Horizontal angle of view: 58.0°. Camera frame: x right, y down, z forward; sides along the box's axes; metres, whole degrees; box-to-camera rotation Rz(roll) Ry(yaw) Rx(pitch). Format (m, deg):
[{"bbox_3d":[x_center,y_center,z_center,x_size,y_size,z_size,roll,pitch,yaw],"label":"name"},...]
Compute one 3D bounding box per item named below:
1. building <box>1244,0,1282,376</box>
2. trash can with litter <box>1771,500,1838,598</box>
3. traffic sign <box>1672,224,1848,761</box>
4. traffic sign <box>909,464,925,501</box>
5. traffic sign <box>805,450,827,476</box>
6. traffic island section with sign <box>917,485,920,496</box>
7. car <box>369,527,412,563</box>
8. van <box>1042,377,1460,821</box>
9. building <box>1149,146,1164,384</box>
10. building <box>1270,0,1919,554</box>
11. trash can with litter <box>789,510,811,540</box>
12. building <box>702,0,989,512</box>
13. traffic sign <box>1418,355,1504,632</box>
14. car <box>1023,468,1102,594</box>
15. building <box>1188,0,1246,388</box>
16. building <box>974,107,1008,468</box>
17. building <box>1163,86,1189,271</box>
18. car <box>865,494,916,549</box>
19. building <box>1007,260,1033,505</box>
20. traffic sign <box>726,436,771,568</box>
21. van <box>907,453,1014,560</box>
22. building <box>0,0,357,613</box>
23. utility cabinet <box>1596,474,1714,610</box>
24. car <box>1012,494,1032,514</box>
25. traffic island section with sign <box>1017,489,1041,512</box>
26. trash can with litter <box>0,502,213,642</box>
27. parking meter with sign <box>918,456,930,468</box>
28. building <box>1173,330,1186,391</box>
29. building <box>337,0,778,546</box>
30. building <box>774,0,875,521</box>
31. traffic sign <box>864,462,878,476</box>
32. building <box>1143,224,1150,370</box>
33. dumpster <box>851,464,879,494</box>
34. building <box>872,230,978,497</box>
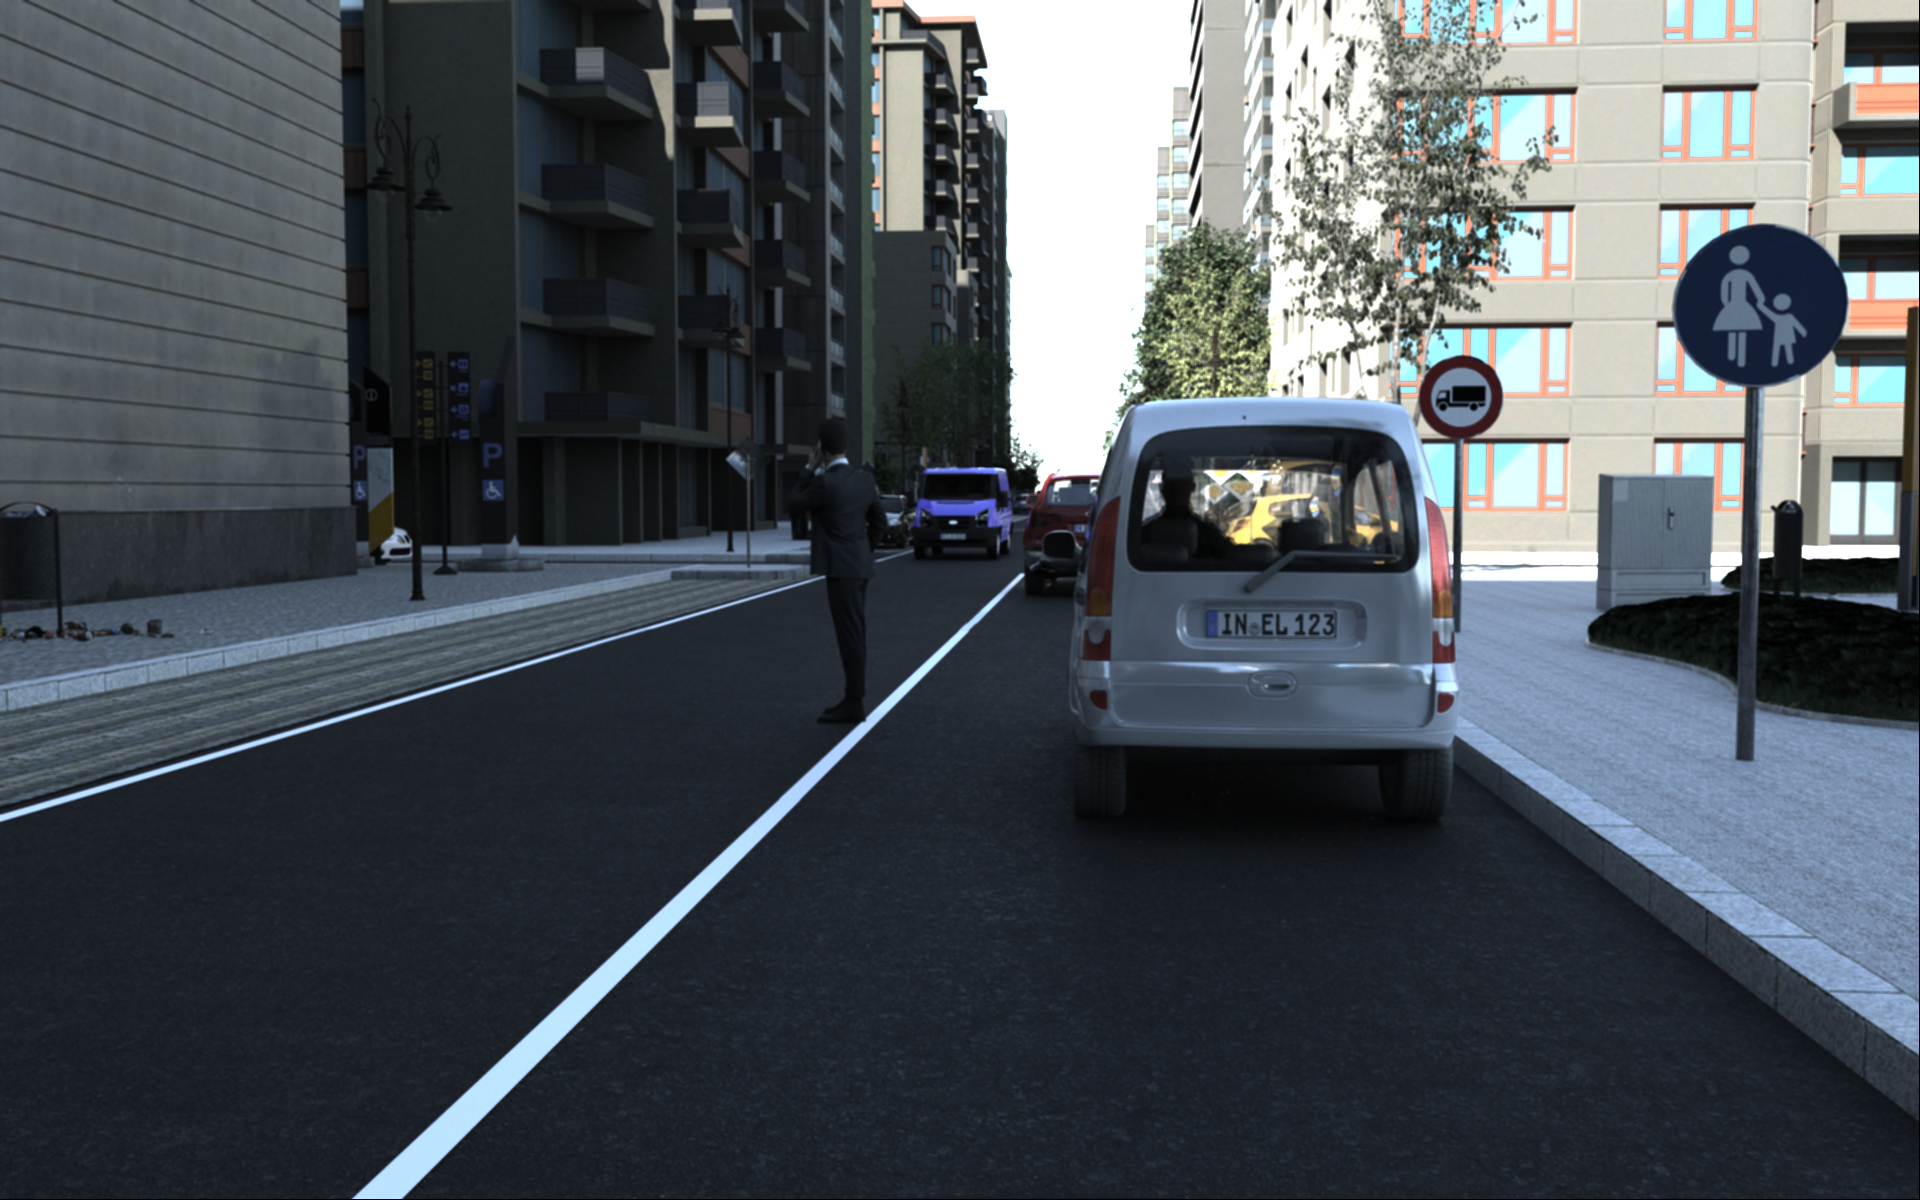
[{"bbox_3d":[28.460,-24.643,94.787,32.217,40.220,23.993,0,4,5],"label":"building"},{"bbox_3d":[9.263,-0.518,19.522,1.678,1.210,2.233,0,4,2],"label":"trash can with litter"},{"bbox_3d":[3.790,-0.500,8.286,0.768,2.556,0.104,1,4,14],"label":"traffic sign"},{"bbox_3d":[-1.809,-4.503,73.728,0.768,2.556,0.104,1,4,9],"label":"traffic sign"},{"bbox_3d":[-3.005,-2.104,38.044,0.795,2.450,0.064,0,4,5],"label":"traffic sign"},{"bbox_3d":[-1.161,-3.157,60.248,1.989,1.847,2.006,0,4,5],"label":"traffic island section with sign"},{"bbox_3d":[-13.362,-1.355,34.513,4.827,1.381,2.083,0,4,5],"label":"car"},{"bbox_3d":[1.418,-0.122,9.015,2.013,2.044,4.112,0,4,4],"label":"van"},{"bbox_3d":[30.093,-31.930,205.647,14.154,41.232,14.086,0,4,5],"label":"building"},{"bbox_3d":[24.839,-12.532,49.946,28.899,21.520,27.650,0,4,5],"label":"building"},{"bbox_3d":[-4.244,-2.254,48.236,1.055,1.170,0.624,2,4,34],"label":"trash can with litter"},{"bbox_3d":[-8.921,-30.789,158.030,22.147,44.769,28.867,0,4,5],"label":"building"},{"bbox_3d":[4.609,-0.973,16.015,0.768,2.556,0.104,0,4,5],"label":"traffic sign"},{"bbox_3d":[2.091,-1.069,26.157,2.281,1.827,5.304,0,4,6],"label":"car"},{"bbox_3d":[28.169,-30.889,128.743,21.300,48.544,21.600,0,4,5],"label":"building"},{"bbox_3d":[-2.459,-30.313,179.212,14.154,41.232,14.086,0,4,5],"label":"building"},{"bbox_3d":[28.330,-30.150,176.548,14.154,41.232,14.086,0,4,5],"label":"building"},{"bbox_3d":[-2.136,-2.237,46.361,2.009,1.686,4.222,0,4,6],"label":"car"},{"bbox_3d":[-4.915,-34.825,261.272,32.217,40.220,23.993,0,4,5],"label":"building"},{"bbox_3d":[-3.676,-1.617,30.087,0.795,2.450,0.064,0,4,5],"label":"traffic sign"},{"bbox_3d":[0.101,-2.163,39.747,2.240,2.365,5.245,0,4,6],"label":"van"},{"bbox_3d":[-22.107,-13.748,22.043,25.104,27.353,12.463,0,4,5],"label":"building"},{"bbox_3d":[7.568,-0.622,18.850,1.173,1.500,0.318,-1,4,-8],"label":"utility cabinet"},{"bbox_3d":[4.841,-7.132,128.612,2.014,1.417,4.499,0,4,3],"label":"car"},{"bbox_3d":[5.330,-7.861,137.156,1.989,1.847,2.006,0,4,5],"label":"traffic island section with sign"},{"bbox_3d":[-7.914,-0.268,15.437,2.233,1.210,1.678,-1,4,-12],"label":"trash can with litter"},{"bbox_3d":[-1.524,-4.974,77.592,0.543,3.016,1.738,0,4,-6],"label":"parking meter with sign"},{"bbox_3d":[32.702,-18.973,155.255,27.650,21.520,28.899,0,4,5],"label":"building"},{"bbox_3d":[-17.015,-24.492,55.072,22.147,44.769,28.867,0,4,5],"label":"building"},{"bbox_3d":[-12.046,-24.537,84.769,14.154,41.232,14.086,0,4,5],"label":"building"},{"bbox_3d":[-3.316,-3.698,61.646,0.795,2.450,0.064,1,4,10],"label":"traffic sign"},{"bbox_3d":[34.845,-35.438,263.000,14.154,41.232,14.086,0,4,5],"label":"building"},{"bbox_3d":[-3.524,-3.313,56.655,1.502,2.255,1.985,0,4,5],"label":"dumpster"},{"bbox_3d":[-13.509,-17.386,129.294,27.650,21.520,28.899,0,4,5],"label":"building"}]
